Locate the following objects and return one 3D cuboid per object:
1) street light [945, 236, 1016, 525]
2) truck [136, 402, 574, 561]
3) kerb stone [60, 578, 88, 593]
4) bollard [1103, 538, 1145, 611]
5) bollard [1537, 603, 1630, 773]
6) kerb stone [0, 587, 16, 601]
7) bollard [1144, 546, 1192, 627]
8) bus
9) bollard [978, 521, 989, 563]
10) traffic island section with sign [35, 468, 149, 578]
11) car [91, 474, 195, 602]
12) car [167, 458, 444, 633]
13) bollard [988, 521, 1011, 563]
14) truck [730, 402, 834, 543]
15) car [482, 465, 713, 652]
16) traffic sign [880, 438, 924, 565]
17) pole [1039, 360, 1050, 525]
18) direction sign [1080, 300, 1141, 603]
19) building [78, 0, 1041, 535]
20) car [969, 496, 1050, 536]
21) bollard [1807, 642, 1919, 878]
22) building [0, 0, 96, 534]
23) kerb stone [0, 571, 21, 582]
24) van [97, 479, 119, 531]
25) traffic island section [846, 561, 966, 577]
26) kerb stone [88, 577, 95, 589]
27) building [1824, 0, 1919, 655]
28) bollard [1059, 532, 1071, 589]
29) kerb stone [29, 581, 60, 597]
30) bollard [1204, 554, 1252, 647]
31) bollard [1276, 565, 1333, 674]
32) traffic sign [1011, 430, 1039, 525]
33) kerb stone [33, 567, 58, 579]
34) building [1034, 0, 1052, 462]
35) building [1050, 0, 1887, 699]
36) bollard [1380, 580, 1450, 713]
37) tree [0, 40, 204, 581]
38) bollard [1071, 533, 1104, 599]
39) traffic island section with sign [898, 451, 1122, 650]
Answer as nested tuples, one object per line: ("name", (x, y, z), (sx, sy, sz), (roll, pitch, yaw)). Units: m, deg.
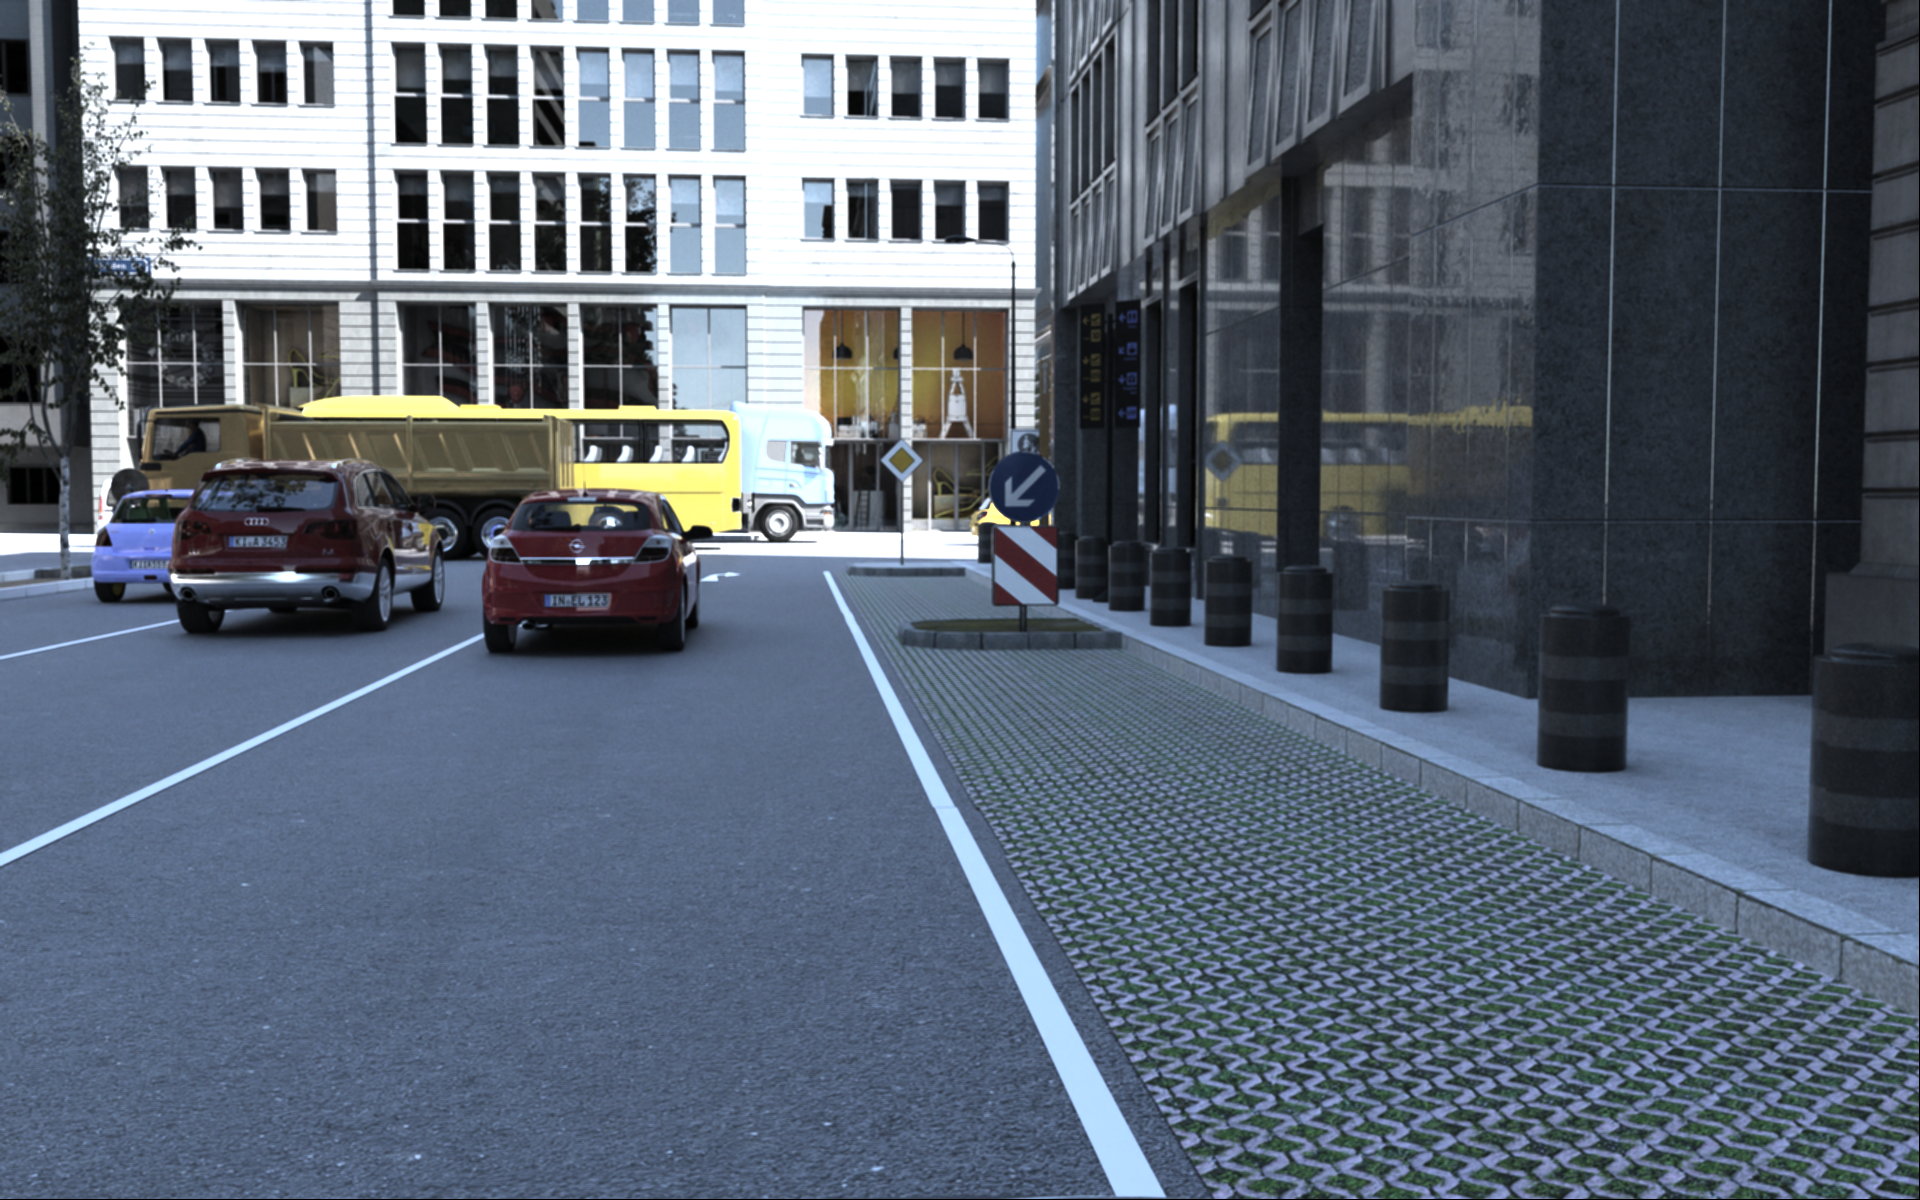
("street light", (0.426, -3.597, 31.350), (1.470, 5.913, 1.316), (0, 4, -6))
("truck", (-13.614, -2.581, 38.121), (9.791, 3.379, 3.469), (0, 4, -5))
("kerb stone", (-13.192, -0.208, 25.603), (0.120, 0.150, 1.000), (0, 4, -6))
("bollard", (1.842, -0.269, 19.113), (0.404, 0.777, 0.398), (0, 3, 0))
("bollard", (2.931, 0.402, 8.148), (0.404, 0.777, 0.398), (0, 3, 0))
("kerb stone", (-12.982, -0.080, 23.548), (0.120, 0.150, 1.000), (0, 4, -6))
("bollard", (2.059, -0.135, 16.918), (0.404, 0.777, 0.398), (0, 3, 0))
("bus", (-11.781, -3.228, 44.323), (12.252, 3.916, 2.896), (0, 4, -8))
("bollard", (0.532, -1.075, 32.290), (0.404, 0.777, 0.398), (0, 3, 0))
("traffic island section with sign", (-14.702, -1.351, 30.219), (2.006, 1.907, 1.989), (0, 4, -6))
("car", (-10.702, -0.902, 24.342), (1.945, 1.707, 3.694), (0, 4, -5))
("car", (-7.202, -0.664, 19.527), (2.281, 1.827, 5.304), (0, 4, -7))
("bollard", (0.751, -0.940, 30.086), (0.404, 0.777, 0.398), (0, 3, 0))
("truck", (-12.421, -3.740, 50.916), (18.799, 4.110, 2.967), (0, 4, -5))
("car", (-3.561, -0.501, 17.229), (2.155, 1.783, 4.494), (0, 4, -6))
("traffic sign", (-1.050, -1.689, 31.253), (0.795, 2.450, 0.064), (0, 4, -6))
("pole", (1.283, -1.992, 26.416), (0.158, 3.312, 0.155), (0, 3, 0))
("direction sign", (1.772, -1.746, 20.542), (0.876, 3.537, 0.379), (3, 5, 43))
("building", (-12.748, -17.257, 59.645), (29.804, 29.767, 11.434), (0, 4, -6))
("car", (2.264, -2.355, 48.727), (3.980, 1.641, 2.015), (0, 4, -7))
("bollard", (3.149, 0.536, 5.959), (0.404, 0.777, 0.398), (0, 3, 0))
("building", (-42.780, -14.695, 59.333), (30.058, 24.678, 14.314), (0, 4, -6))
("kerb stone", (-15.578, -0.386, 28.502), (0.120, 0.150, 1.000), (0, 4, -6))
("van", (-21.091, -2.447, 47.028), (4.112, 2.044, 2.013), (0, 4, -5))
("traffic island section", (-1.028, -0.554, 31.332), (2.009, 0.180, 2.903), (0, 4, -6))
("kerb stone", (-13.289, -0.271, 26.623), (0.120, 0.150, 1.000), (0, 4, -6))
("building", (10.617, -8.340, 0.991), (10.561, 19.102, 19.286), (0, 4, -6))
("bollard", (1.404, -0.537, 23.492), (0.404, 0.777, 0.398), (0, 3, 0))
("kerb stone", (-13.083, -0.145, 24.568), (0.120, 0.150, 1.000), (0, 4, -6))
("bollard", (2.280, 0.000, 14.716), (0.404, 0.777, 0.398), (0, 3, 0))
("bollard", (2.494, 0.134, 12.527), (0.404, 0.777, 0.398), (0, 3, 0))
("traffic sign", (1.085, -1.537, 27.259), (0.606, 2.300, 0.079), (0, 4, 2))
("kerb stone", (-15.684, -0.448, 29.522), (0.120, 0.150, 1.000), (0, 4, -6))
("building", (11.933, -14.319, 62.990), (19.941, 23.489, 11.050), (0, 4, -6))
("building", (8.549, -12.387, 20.547), (12.078, 24.808, 19.932), (0, 4, -6))
("bollard", (2.713, 0.268, 10.338), (0.404, 0.777, 0.398), (0, 3, 0))
("tree", (-14.620, -4.612, 28.223), (4.360, 8.622, 3.978), (0, 3, 0))
("bollard", (1.623, -0.403, 21.302), (0.404, 0.777, 0.398), (0, 3, 0))
("traffic island section with sign", (0.415, -0.498, 16.776), (1.989, 1.847, 2.006), (0, 4, -6))
